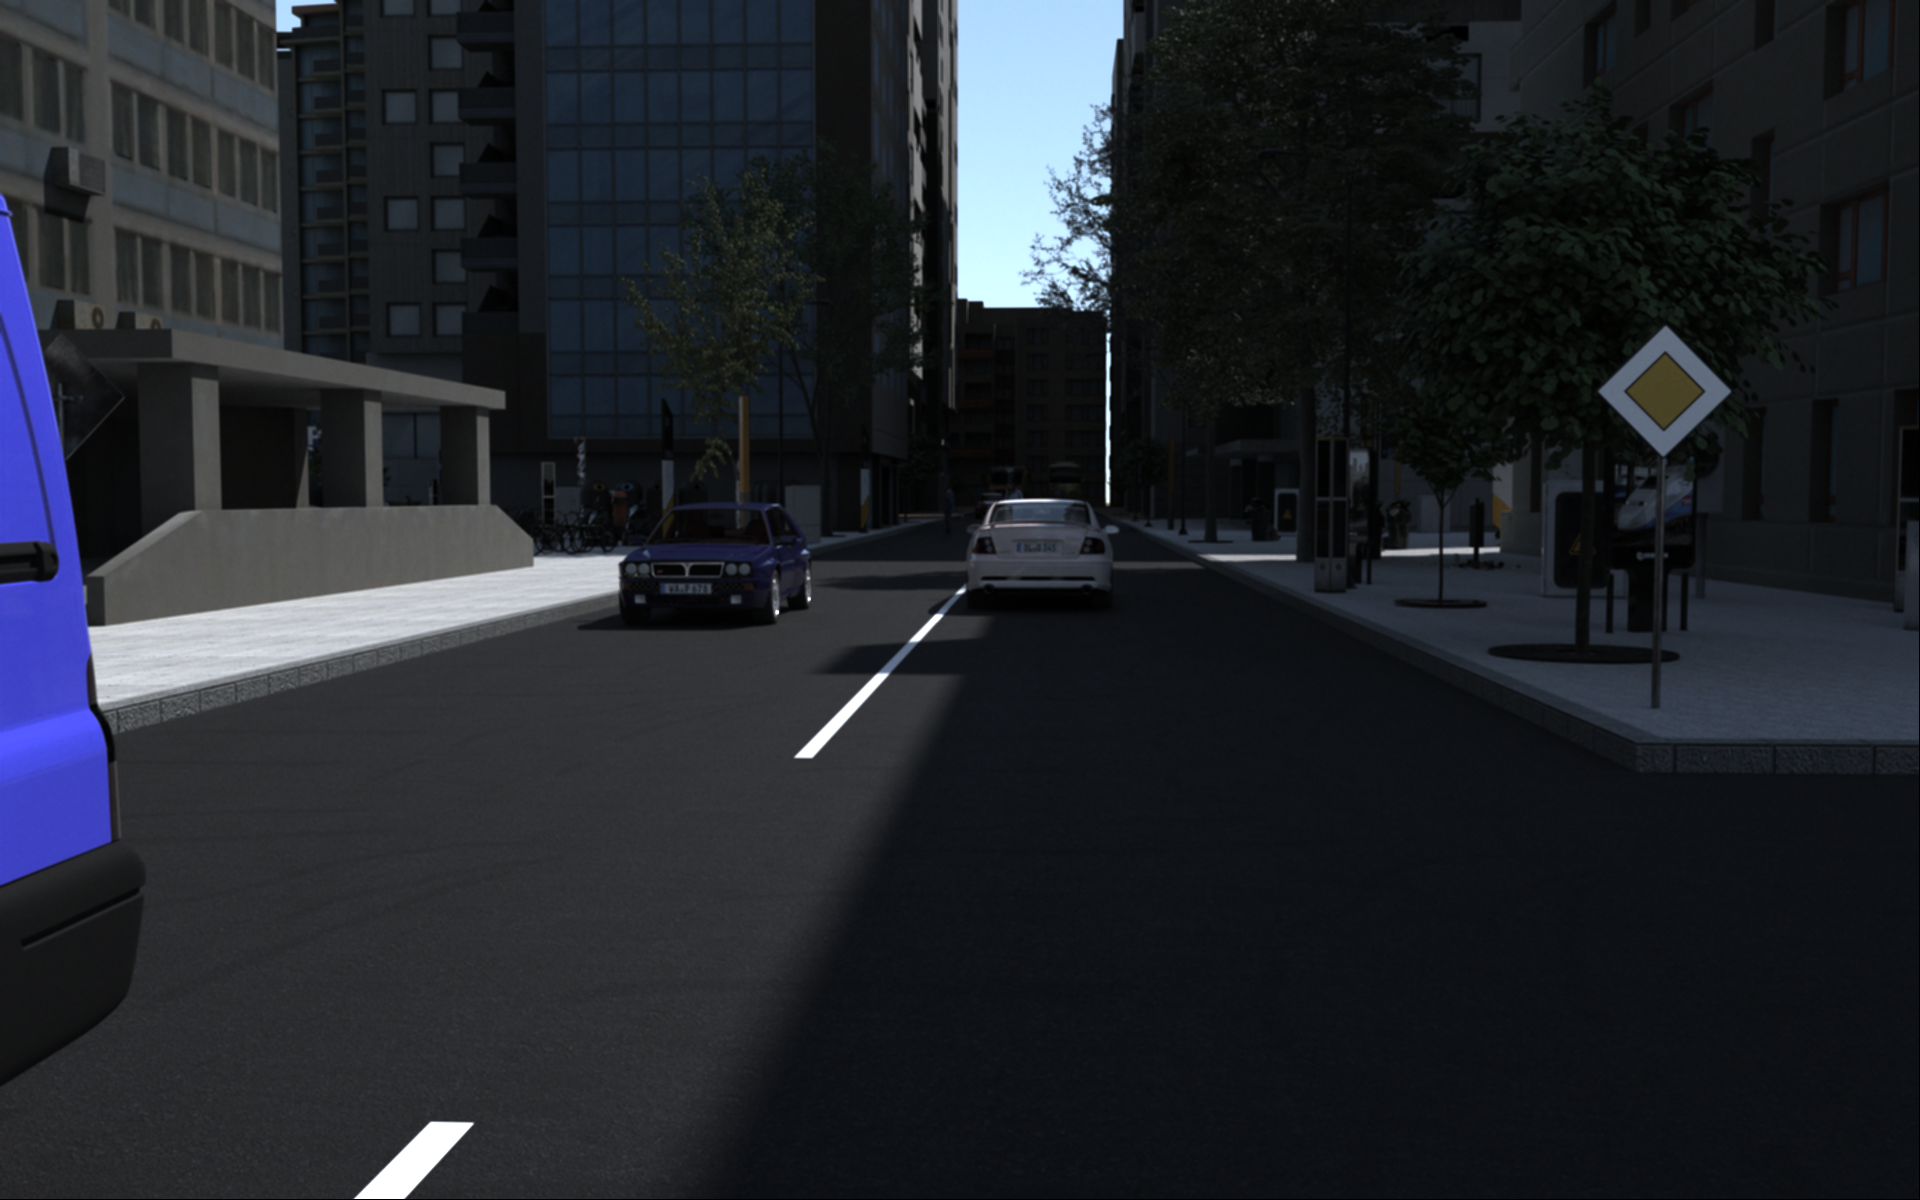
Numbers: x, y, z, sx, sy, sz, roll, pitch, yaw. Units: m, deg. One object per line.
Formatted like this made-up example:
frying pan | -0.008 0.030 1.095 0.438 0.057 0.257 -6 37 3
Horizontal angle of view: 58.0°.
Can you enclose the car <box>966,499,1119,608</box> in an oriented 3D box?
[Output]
car | 1.098 -0.661 23.170 2.083 1.381 4.827 0 4 4

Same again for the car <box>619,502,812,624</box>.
car | -2.805 -0.474 20.333 1.945 1.354 3.894 0 4 3

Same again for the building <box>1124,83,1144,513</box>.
building | 18.914 -21.613 125.071 14.160 30.474 14.107 0 4 3

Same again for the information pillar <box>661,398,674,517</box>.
information pillar | -7.184 -3.131 42.546 0.183 3.616 0.504 1 4 16

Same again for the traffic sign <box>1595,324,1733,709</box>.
traffic sign | 4.161 -0.408 10.307 0.795 2.450 0.064 0 4 3

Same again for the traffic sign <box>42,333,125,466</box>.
traffic sign | -5.617 -0.441 10.860 0.795 2.450 0.064 0 4 3

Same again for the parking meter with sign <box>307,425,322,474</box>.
parking meter with sign | -16.259 -2.959 44.647 0.543 3.016 1.738 0 4 1

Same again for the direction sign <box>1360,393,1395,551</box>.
direction sign | 9.363 -2.867 38.865 0.876 3.537 0.379 3 5 44

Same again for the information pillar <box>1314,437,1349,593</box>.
information pillar | 4.828 -1.102 22.512 0.304 2.012 0.304 -2 4 -32

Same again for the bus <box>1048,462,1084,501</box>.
bus | 8.028 -8.574 131.732 2.896 3.916 12.252 0 4 4

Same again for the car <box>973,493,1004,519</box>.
car | 1.860 -5.686 102.009 2.155 1.783 4.494 0 4 4

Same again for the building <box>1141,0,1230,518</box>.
building | 21.482 -34.307 102.923 21.231 58.520 28.212 0 4 3

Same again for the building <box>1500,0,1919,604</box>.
building | 25.595 -10.886 23.028 28.899 21.520 27.650 0 4 3

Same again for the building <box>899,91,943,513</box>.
building | -8.692 -21.398 121.562 14.160 30.474 14.107 0 4 3

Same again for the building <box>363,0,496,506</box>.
building | -16.385 -31.270 100.508 28.713 52.752 27.495 0 4 3

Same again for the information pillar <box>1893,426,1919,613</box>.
information pillar | 10.320 -0.870 18.722 0.304 2.012 0.304 3 5 39

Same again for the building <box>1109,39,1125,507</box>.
building | 26.185 -33.899 177.945 21.600 48.544 21.300 0 4 3

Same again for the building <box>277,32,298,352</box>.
building | -63.186 -28.939 156.748 14.086 41.232 14.154 0 4 3

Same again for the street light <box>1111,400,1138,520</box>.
street light | 8.108 -6.897 85.314 1.470 5.913 1.316 0 4 3

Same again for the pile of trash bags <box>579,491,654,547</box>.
pile of trash bags | -8.643 -2.082 43.785 1.912 1.369 3.447 -1 4 -10

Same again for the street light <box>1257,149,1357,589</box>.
street light | 4.692 -3.113 23.441 1.470 5.913 1.316 0 4 3

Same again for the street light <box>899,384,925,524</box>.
street light | -2.151 -6.142 72.955 1.470 5.913 1.316 0 4 3

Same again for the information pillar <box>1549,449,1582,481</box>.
information pillar | 9.302 -2.158 26.642 0.504 3.616 0.183 0 4 7

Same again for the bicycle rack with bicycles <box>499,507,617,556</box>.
bicycle rack with bicycles | -8.750 -1.481 37.598 2.925 0.926 2.852 -3 5 -42

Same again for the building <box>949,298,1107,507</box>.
building | 0.699 -20.761 184.487 28.899 21.520 27.650 0 4 3

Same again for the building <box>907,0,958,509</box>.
building | -13.851 -34.093 146.666 27.495 52.752 28.713 0 4 3

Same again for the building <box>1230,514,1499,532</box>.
building | 23.520 -29.401 69.948 28.713 52.752 27.495 0 4 3

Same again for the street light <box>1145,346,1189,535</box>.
street light | 6.485 -5.005 54.373 1.470 5.913 1.316 0 4 3

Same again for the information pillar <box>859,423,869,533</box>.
information pillar | -3.133 -4.013 56.969 0.183 3.616 0.504 1 4 22

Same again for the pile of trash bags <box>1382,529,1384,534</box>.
pile of trash bags | 11.956 -2.839 56.176 3.447 1.369 1.912 0 4 5

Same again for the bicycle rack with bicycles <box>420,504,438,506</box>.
bicycle rack with bicycles | -20.143 -3.053 63.295 2.852 0.926 2.925 1 4 10

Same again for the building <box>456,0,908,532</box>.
building | -9.454 -25.343 64.467 14.600 45.320 14.200 0 4 3

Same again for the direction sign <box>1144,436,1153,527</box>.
direction sign | 7.447 -4.673 68.401 0.379 3.537 0.876 0 4 1

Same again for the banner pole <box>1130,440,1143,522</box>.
banner pole | 8.271 -5.542 80.627 0.401 3.779 0.863 3 5 42

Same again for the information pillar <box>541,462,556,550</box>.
information pillar | -9.441 -2.156 39.738 0.304 2.012 0.304 -1 4 -17

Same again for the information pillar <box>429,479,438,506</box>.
information pillar | -25.782 -4.914 84.844 0.304 2.012 0.304 3 5 40

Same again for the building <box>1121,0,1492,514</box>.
building | 27.538 -33.992 145.000 28.713 52.752 27.495 0 4 3

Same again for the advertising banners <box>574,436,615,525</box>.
advertising banners | -10.898 -3.419 52.082 2.074 3.025 0.090 3 4 37

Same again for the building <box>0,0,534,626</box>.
building | -24.007 -20.275 23.381 32.217 40.220 23.993 0 4 3

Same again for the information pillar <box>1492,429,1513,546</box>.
information pillar | 13.412 -3.142 42.719 0.504 3.616 0.183 2 4 31

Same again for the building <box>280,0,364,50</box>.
building | -41.818 -30.396 151.595 28.867 44.769 22.147 0 4 3
